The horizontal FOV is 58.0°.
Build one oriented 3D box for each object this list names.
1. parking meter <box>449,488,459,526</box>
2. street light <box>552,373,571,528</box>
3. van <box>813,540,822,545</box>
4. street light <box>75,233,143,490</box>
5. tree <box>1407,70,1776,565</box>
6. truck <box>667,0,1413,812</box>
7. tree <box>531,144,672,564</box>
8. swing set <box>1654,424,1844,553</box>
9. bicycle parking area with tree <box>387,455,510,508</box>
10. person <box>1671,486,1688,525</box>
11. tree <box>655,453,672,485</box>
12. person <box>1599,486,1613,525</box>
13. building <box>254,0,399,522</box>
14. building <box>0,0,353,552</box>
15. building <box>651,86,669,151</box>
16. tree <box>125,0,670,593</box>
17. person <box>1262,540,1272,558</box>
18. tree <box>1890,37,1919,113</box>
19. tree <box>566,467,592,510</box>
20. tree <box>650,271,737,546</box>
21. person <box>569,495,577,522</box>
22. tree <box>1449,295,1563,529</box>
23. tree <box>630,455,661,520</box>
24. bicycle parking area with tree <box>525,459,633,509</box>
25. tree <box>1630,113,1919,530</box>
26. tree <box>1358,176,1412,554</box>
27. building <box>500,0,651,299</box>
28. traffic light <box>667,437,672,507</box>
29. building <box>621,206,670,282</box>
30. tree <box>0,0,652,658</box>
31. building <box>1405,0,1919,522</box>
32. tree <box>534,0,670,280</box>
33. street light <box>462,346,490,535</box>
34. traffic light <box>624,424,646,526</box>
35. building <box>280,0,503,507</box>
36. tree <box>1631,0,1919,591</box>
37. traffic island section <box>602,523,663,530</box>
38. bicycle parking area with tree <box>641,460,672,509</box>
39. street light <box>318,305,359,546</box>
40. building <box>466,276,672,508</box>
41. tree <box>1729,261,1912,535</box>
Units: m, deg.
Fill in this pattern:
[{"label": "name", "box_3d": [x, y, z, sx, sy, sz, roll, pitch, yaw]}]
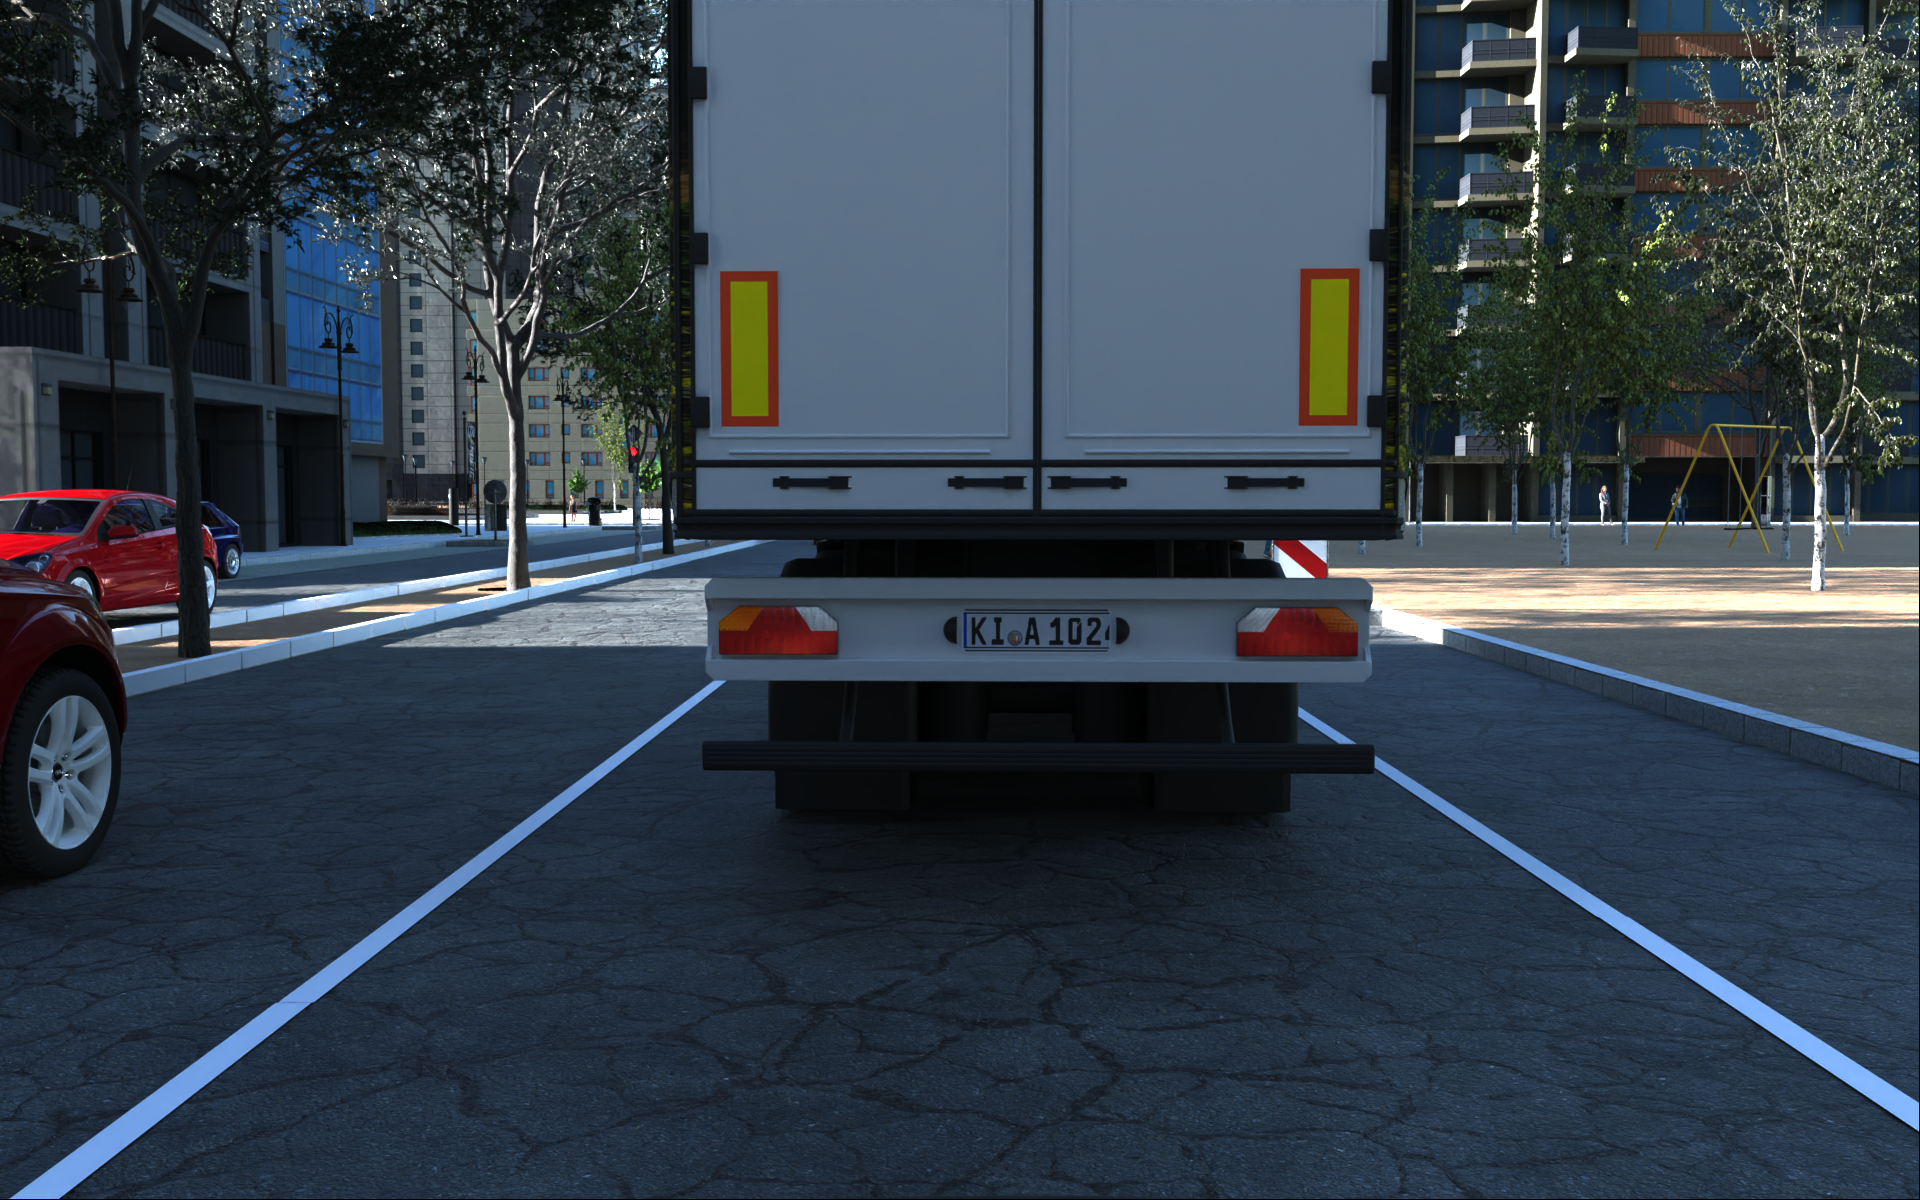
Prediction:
[{"label": "parking meter", "box_3d": [-20.588, -3.793, 70.432, 0.372, 1.533, 0.369, 0, 3, 0]}, {"label": "street light", "box_3d": [-15.162, -5.717, 66.265, 0.468, 5.910, 1.993, 0, 4, 0]}, {"label": "van", "box_3d": [-3.302, -2.638, 50.149, 2.013, 2.044, 4.112, 0, 4, 0]}, {"label": "street light", "box_3d": [-15.157, -3.560, 31.000, 0.468, 5.910, 1.993, 0, 4, 0]}, {"label": "tree", "box_3d": [11.196, -4.945, 31.218, 4.737, 8.622, 4.395, 0, 3, 0]}, {"label": "truck", "box_3d": [0.442, -1.364, 11.209, 2.839, 4.237, 11.283, 0, 4, 2]}, {"label": "tree", "box_3d": [-6.525, -5.020, 34.897, 4.737, 8.622, 4.395, 0, 3, 0]}, {"label": "swing set", "box_3d": [17.849, -2.550, 39.311, 3.119, 2.851, 2.862, -2, 4, -33]}, {"label": "bicycle parking area with tree", "box_3d": [-39.672, -9.049, 134.956, 8.231, 4.147, 9.016, 0, 4, 3]}, {"label": "person", "box_3d": [29.673, -3.828, 71.439, 0.623, 1.781, 0.721, 1, 4, 12]}, {"label": "tree", "box_3d": [-20.022, -8.460, 122.030, 4.285, 4.588, 4.351, 0, 3, 0]}, {"label": "person", "box_3d": [27.592, -3.979, 73.834, 0.520, 1.790, 0.573, -3, 4, -37]}, {"label": "building", "box_3d": [-28.947, -25.029, 59.336, 14.200, 45.320, 14.600, 0, 4, 0]}, {"label": "building", "box_3d": [-25.542, -36.626, 37.082, 20.563, 71.187, 20.611, 0, 4, 0]}, {"label": "building", "box_3d": [-40.127, -43.133, 247.220, 28.212, 58.520, 21.231, 0, 4, 0]}, {"label": "tree", "box_3d": [-6.477, -6.861, 24.997, 12.009, 13.543, 11.850, 0, 3, 0]}, {"label": "person", "box_3d": [6.302, -1.723, 34.206, 0.713, 1.824, 0.794, -1, 4, -16]}, {"label": "tree", "box_3d": [26.504, -8.203, 44.491, 12.009, 13.543, 11.850, 0, 3, 0]}, {"label": "tree", "box_3d": [-27.155, -7.844, 122.846, 1.663, 3.219, 1.824, 0, 3, 0]}, {"label": "tree", "box_3d": [-6.889, -5.774, 47.224, 4.360, 8.622, 3.978, 0, 3, 0]}, {"label": "person", "box_3d": [-17.949, -4.259, 80.347, 0.362, 1.253, 0.373, 1, 4, 19]}, {"label": "tree", "box_3d": [20.068, -6.908, 63.305, 4.360, 8.622, 3.978, 0, 3, 0]}, {"label": "tree", "box_3d": [-15.655, -5.617, 86.447, 1.663, 3.219, 1.824, 0, 3, 0]}, {"label": "bicycle parking area with tree", "box_3d": [-33.483, -9.596, 143.895, 8.231, 4.147, 9.016, 2, 4, 28]}, {"label": "tree", "box_3d": [29.006, -9.303, 62.480, 12.009, 13.543, 11.850, 0, 3, 0]}, {"label": "tree", "box_3d": [8.677, -5.307, 37.129, 4.737, 8.622, 4.395, 0, 3, 0]}, {"label": "building", "box_3d": [-50.337, -47.635, 217.083, 20.611, 71.187, 20.563, 0, 4, 0]}, {"label": "traffic light", "box_3d": [-10.958, -6.297, 77.618, 4.771, 5.953, 1.251, 0, 4, 0]}, {"label": "building", "box_3d": [-28.059, -31.805, 211.895, 23.993, 40.220, 32.217, 0, 4, 0]}, {"label": "tree", "box_3d": [-6.678, -4.791, 15.201, 8.767, 10.594, 7.601, 0, 4, 0]}, {"label": "building", "box_3d": [32.916, -26.479, 87.557, 28.867, 44.769, 22.147, 0, 4, 0]}, {"label": "tree", "box_3d": [-7.847, -12.390, 60.923, 12.611, 20.169, 13.585, 0, 3, 0]}, {"label": "street light", "box_3d": [-15.104, -4.975, 54.125, 0.468, 5.910, 1.993, 0, 4, 0]}, {"label": "traffic light", "box_3d": [-13.081, -4.935, 69.606, 0.839, 4.253, 0.868, 0, 4, 0]}, {"label": "building", "box_3d": [-70.949, -47.620, 216.836, 20.611, 71.187, 20.563, 0, 4, 0]}, {"label": "tree", "box_3d": [11.219, -4.419, 22.614, 4.360, 8.622, 3.978, 0, 3, 0]}, {"label": "traffic island section", "box_3d": [-13.121, -2.903, 69.741, 2.009, 0.180, 2.903, 0, 4, 0]}, {"label": "bicycle parking area with tree", "box_3d": [-23.756, -9.769, 146.727, 8.231, 4.147, 9.016, 0, 4, -7]}, {"label": "street light", "box_3d": [-15.214, -4.268, 42.563, 0.468, 5.910, 1.993, 0, 4, 0]}, {"label": "building", "box_3d": [-29.854, -19.758, 168.084, 27.650, 21.520, 28.899, 0, 4, 0]}, {"label": "tree", "box_3d": [27.307, -6.303, 53.417, 4.737, 8.622, 4.395, 0, 3, 0]}]
